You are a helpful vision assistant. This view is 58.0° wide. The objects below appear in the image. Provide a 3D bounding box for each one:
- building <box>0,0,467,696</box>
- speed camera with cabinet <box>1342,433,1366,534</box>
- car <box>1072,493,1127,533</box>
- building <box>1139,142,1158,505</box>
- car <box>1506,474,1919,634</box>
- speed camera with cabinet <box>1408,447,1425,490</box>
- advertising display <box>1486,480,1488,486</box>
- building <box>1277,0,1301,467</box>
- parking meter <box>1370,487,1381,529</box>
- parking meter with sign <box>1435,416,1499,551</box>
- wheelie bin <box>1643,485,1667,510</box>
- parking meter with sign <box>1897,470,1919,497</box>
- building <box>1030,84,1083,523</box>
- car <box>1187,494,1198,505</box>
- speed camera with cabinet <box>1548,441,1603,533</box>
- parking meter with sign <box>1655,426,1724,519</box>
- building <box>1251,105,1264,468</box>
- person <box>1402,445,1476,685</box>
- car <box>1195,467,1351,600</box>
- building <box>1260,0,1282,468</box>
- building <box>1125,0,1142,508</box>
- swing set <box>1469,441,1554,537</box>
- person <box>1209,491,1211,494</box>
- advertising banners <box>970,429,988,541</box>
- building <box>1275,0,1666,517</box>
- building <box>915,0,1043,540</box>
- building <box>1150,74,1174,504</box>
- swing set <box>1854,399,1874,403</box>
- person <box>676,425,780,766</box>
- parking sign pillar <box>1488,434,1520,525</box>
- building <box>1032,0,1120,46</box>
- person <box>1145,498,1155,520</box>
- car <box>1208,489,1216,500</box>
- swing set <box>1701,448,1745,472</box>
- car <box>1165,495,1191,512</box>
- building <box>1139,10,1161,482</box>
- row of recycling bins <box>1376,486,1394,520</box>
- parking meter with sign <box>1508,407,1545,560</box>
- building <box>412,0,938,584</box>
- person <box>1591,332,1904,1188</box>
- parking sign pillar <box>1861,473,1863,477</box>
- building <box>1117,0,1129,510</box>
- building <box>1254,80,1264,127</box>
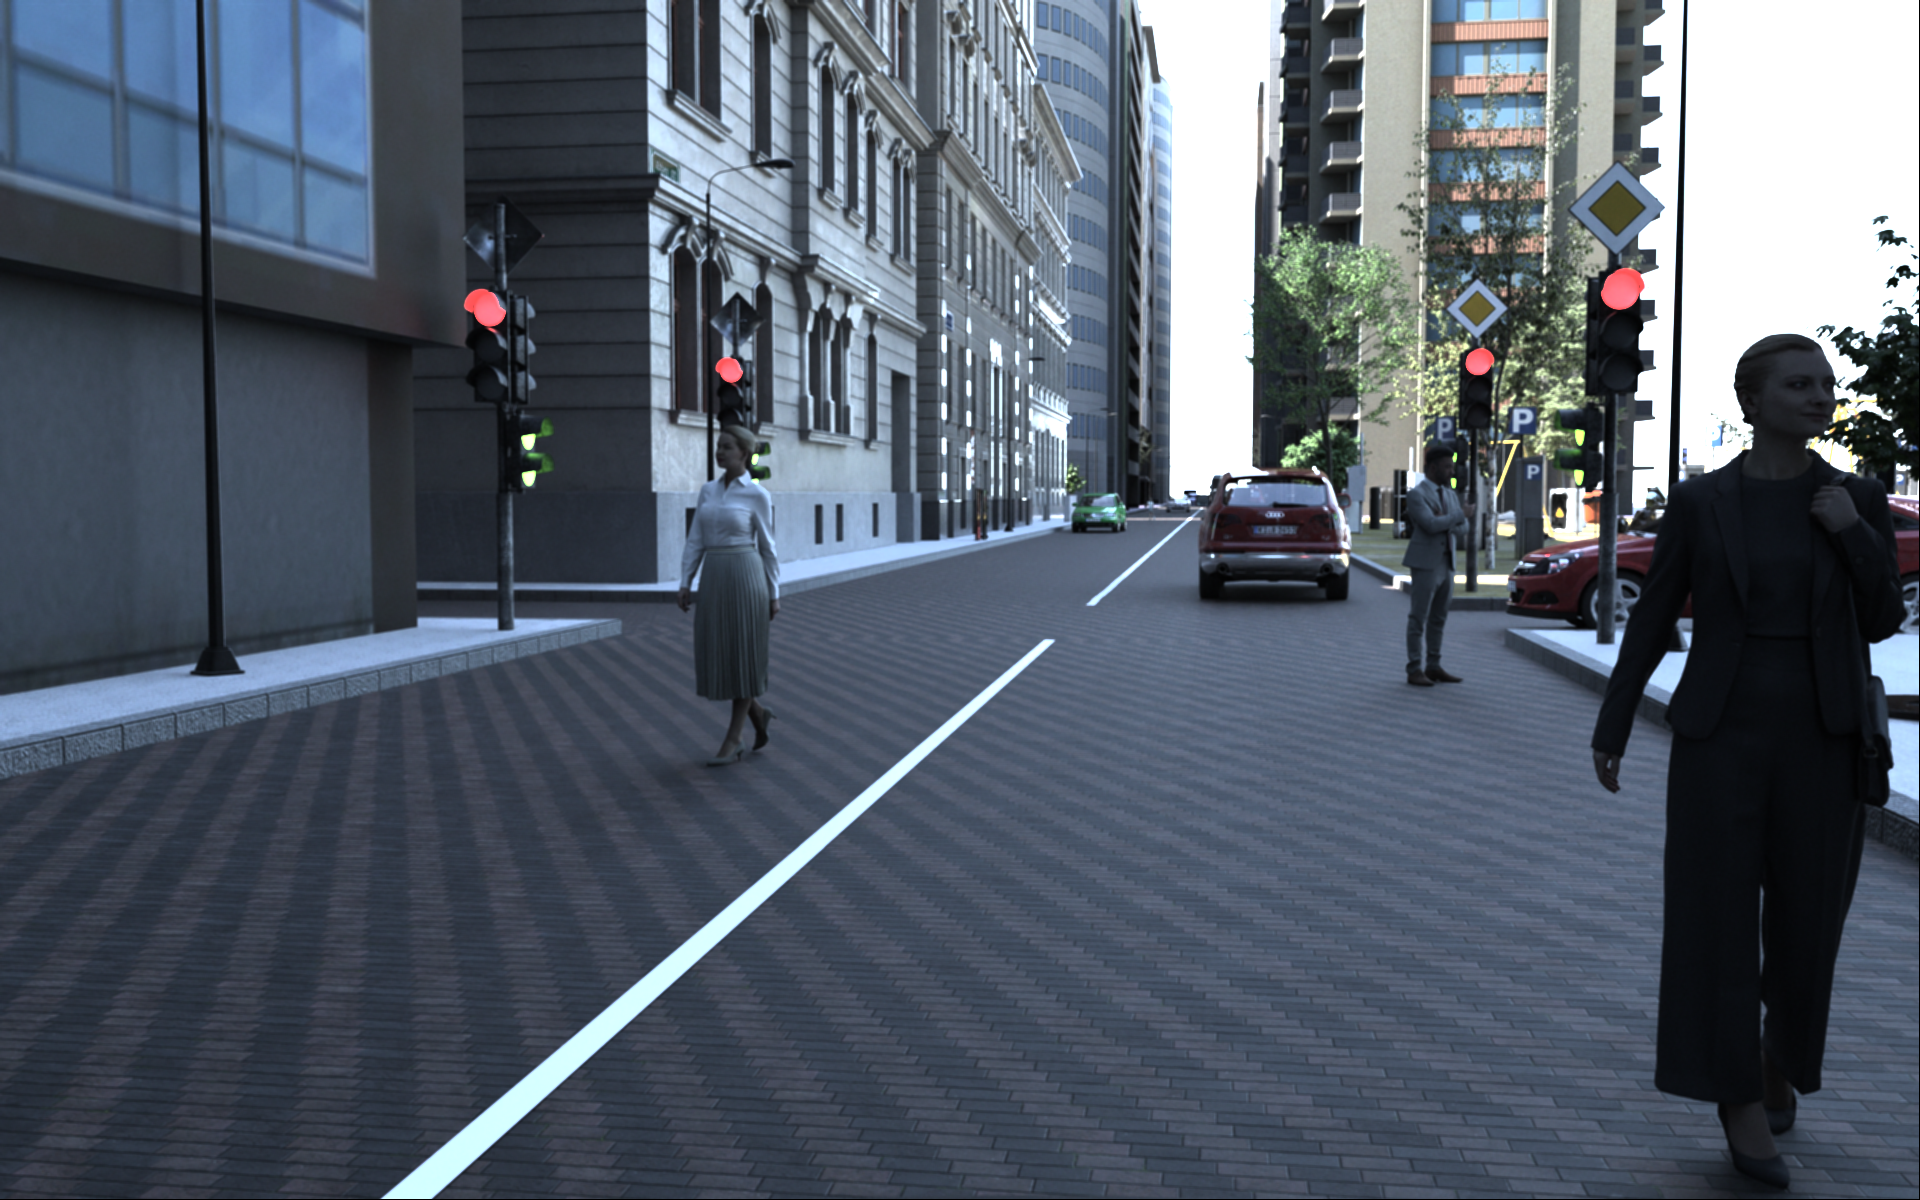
[{"bbox_3d":[-12.834,-22.004,9.869,14.200,45.320,14.600,1,4,8],"label":"building"},{"bbox_3d":[12.839,-3.805,56.545,0.660,3.252,2.038,0,4,7],"label":"speed camera with cabinet"},{"bbox_3d":[5.309,-3.493,65.907,1.959,1.807,4.718,1,4,10],"label":"car"},{"bbox_3d":[17.410,-34.648,216.602,14.600,45.320,14.200,1,4,8],"label":"building"},{"bbox_3d":[7.907,-0.525,17.621,4.494,1.783,2.155,1,4,10],"label":"car"},{"bbox_3d":[19.541,-4.801,72.830,0.660,3.252,2.038,-1,4,-21],"label":"speed camera with cabinet"},{"bbox_3d":[23.836,-4.409,77.305,0.974,1.923,0.123,-2,4,-33],"label":"advertising display"},{"bbox_3d":[31.876,-27.575,134.454,14.154,41.232,14.086,1,4,8],"label":"building"},{"bbox_3d":[15.168,-3.356,63.289,0.372,1.533,0.369,0,3,0],"label":"parking meter"},{"bbox_3d":[11.603,-2.647,39.540,1.738,3.016,0.543,-3,4,-36],"label":"parking meter with sign"},{"bbox_3d":[29.373,-3.996,73.235,0.980,1.594,0.693,2,4,32],"label":"wheelie bin"},{"bbox_3d":[29.548,-3.537,54.096,1.738,3.016,0.543,2,4,25],"label":"parking meter with sign"},{"bbox_3d":[-0.778,-15.086,82.809,11.583,22.565,21.152,1,4,8],"label":"building"},{"bbox_3d":[27.304,-11.811,202.705,1.945,1.707,3.694,0,4,7],"label":"car"},{"bbox_3d":[20.428,-3.839,57.108,0.660,3.252,2.038,-2,4,-32],"label":"speed camera with cabinet"},{"bbox_3d":[18.499,-2.920,44.003,1.738,3.016,0.543,-1,4,-22],"label":"parking meter with sign"},{"bbox_3d":[40.053,-33.315,194.809,14.600,45.320,14.200,1,4,8],"label":"building"},{"bbox_3d":[3.617,-0.266,13.036,0.466,1.800,0.511,3,5,40],"label":"person"},{"bbox_3d":[4.547,-1.010,25.188,2.281,1.827,5.304,1,4,10],"label":"car"},{"bbox_3d":[37.878,-37.524,155.520,21.231,58.520,28.212,1,4,8],"label":"building"},{"bbox_3d":[4.836,-32.386,153.218,21.300,48.544,21.600,1,4,8],"label":"building"},{"bbox_3d":[15.786,-3.347,52.351,2.862,2.851,3.119,-2,4,-25],"label":"swing set"},{"bbox_3d":[27.917,-11.323,193.708,0.705,1.814,1.350,2,4,33],"label":"person"},{"bbox_3d":[0.510,-3.144,47.594,0.090,3.025,2.074,1,4,14],"label":"advertising banners"},{"bbox_3d":[31.974,-27.966,111.868,22.147,44.769,28.867,1,4,8],"label":"building"},{"bbox_3d":[-4.353,-16.061,59.856,12.463,27.353,25.104,1,4,8],"label":"building"},{"bbox_3d":[18.174,-42.540,237.529,21.231,58.520,28.212,1,4,8],"label":"building"},{"bbox_3d":[16.057,-1.882,28.383,3.119,2.851,2.862,1,4,10],"label":"swing set"},{"bbox_3d":[-1.197,-0.039,9.362,0.478,1.798,0.641,2,4,33],"label":"person"},{"bbox_3d":[22.696,-5.127,72.303,1.447,3.967,1.447,-2,4,-24],"label":"parking sign pillar"},{"bbox_3d":[-0.903,-34.928,113.074,21.231,58.520,28.212,1,4,8],"label":"building"},{"bbox_3d":[10.481,-5.013,95.484,0.505,1.210,0.382,-1,4,-9],"label":"person"},{"bbox_3d":[20.937,-7.911,138.020,2.281,1.827,5.304,0,4,7],"label":"car"},{"bbox_3d":[26.992,-3.763,59.138,3.119,2.851,2.862,1,4,11],"label":"swing set"},{"bbox_3d":[17.528,-7.745,138.992,2.083,1.381,4.827,0,4,8],"label":"car"},{"bbox_3d":[7.835,-37.136,196.405,28.713,52.752,27.495,1,4,8],"label":"building"},{"bbox_3d":[21.870,-4.941,87.900,1.069,1.692,3.534,-1,4,-14],"label":"row of recycling bins"},{"bbox_3d":[11.142,-2.304,33.939,0.543,3.016,1.738,0,4,8],"label":"parking meter with sign"},{"bbox_3d":[-8.837,-15.195,35.820,14.401,28.519,23.554,1,4,8],"label":"building"},{"bbox_3d":[1.720,0.315,3.770,0.576,1.772,0.534,0,4,-3],"label":"person"},{"bbox_3d":[33.267,-4.549,62.847,1.447,3.967,1.447,-2,4,-33],"label":"parking sign pillar"},{"bbox_3d":[5.618,-27.601,134.872,14.154,41.232,14.086,1,4,8],"label":"building"},{"bbox_3d":[51.028,-38.235,214.385,28.713,52.752,27.495,1,4,8],"label":"building"}]
